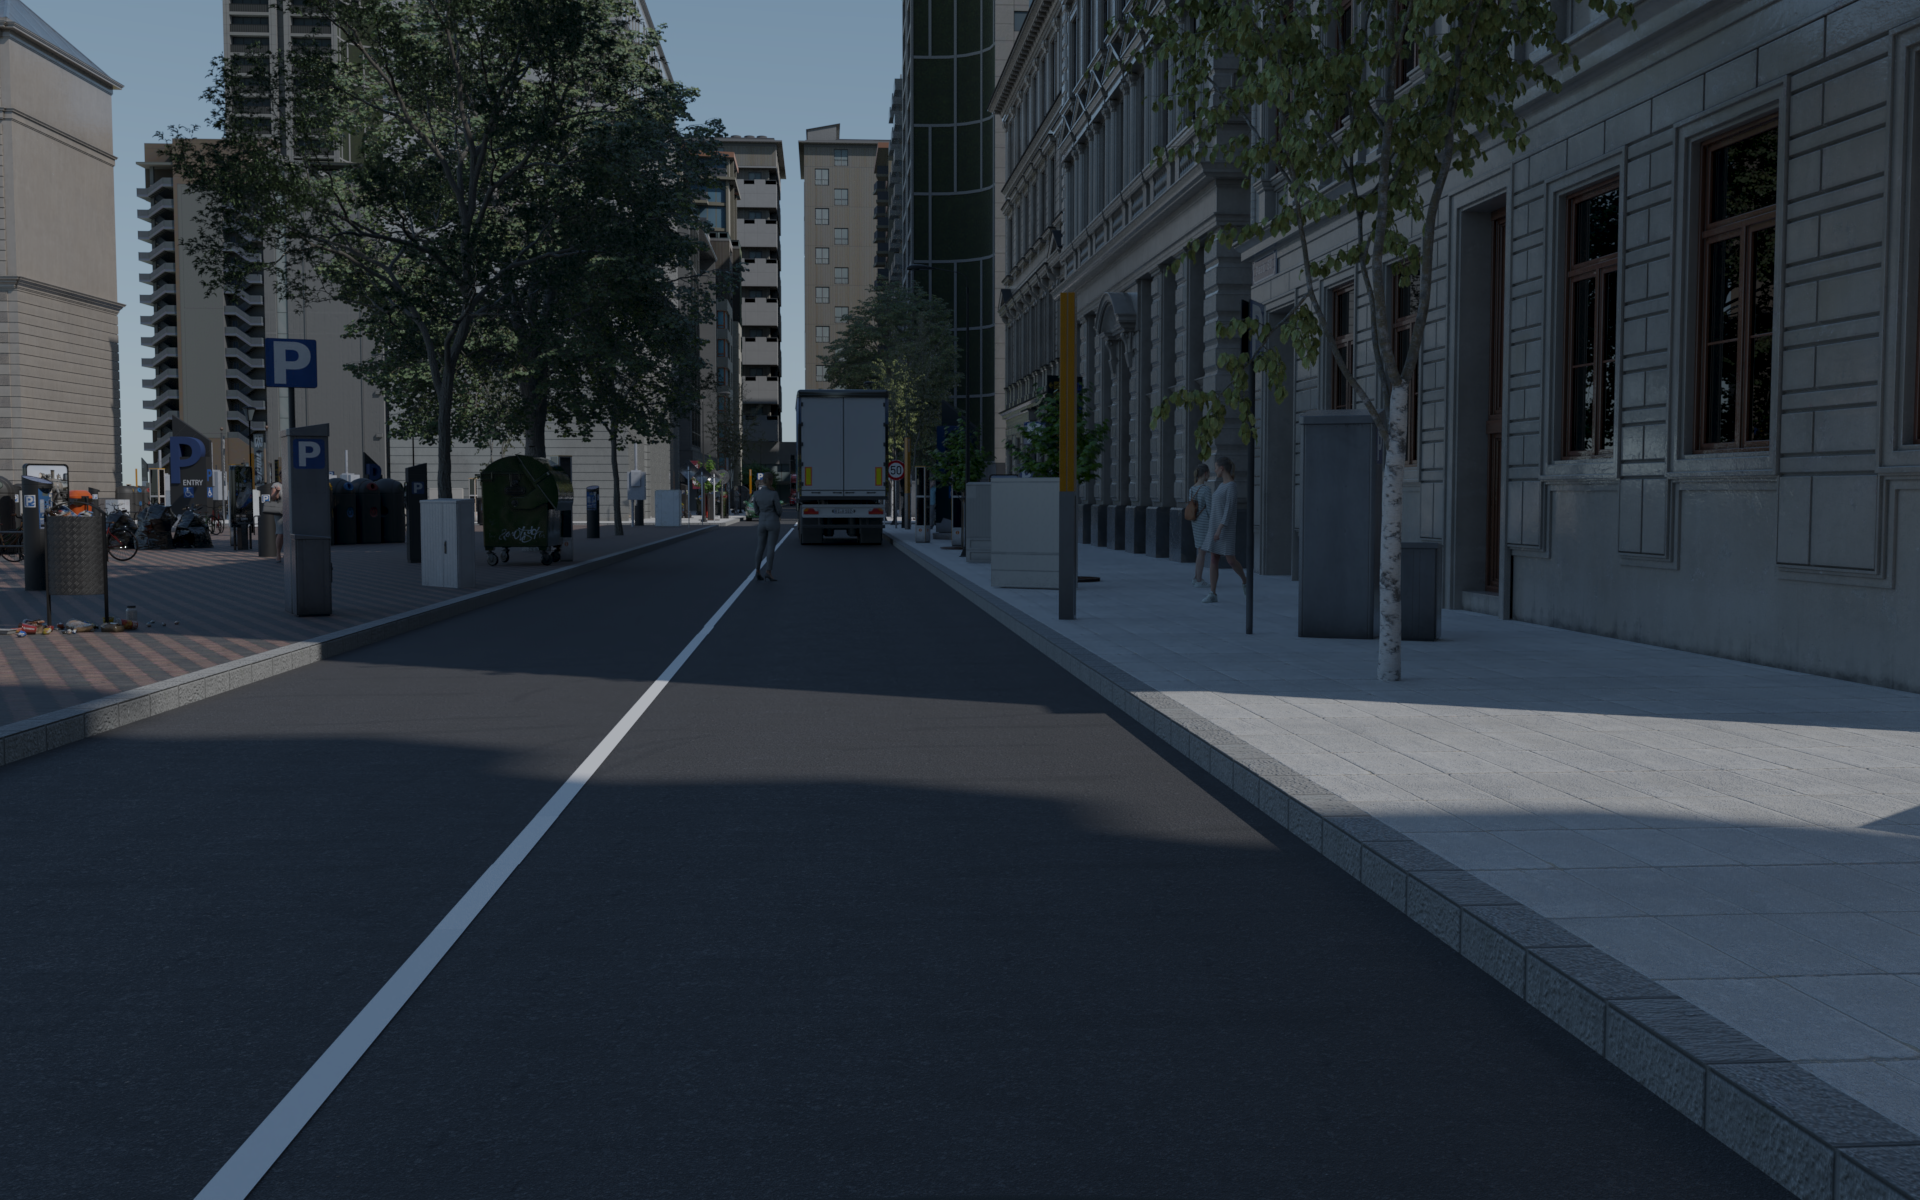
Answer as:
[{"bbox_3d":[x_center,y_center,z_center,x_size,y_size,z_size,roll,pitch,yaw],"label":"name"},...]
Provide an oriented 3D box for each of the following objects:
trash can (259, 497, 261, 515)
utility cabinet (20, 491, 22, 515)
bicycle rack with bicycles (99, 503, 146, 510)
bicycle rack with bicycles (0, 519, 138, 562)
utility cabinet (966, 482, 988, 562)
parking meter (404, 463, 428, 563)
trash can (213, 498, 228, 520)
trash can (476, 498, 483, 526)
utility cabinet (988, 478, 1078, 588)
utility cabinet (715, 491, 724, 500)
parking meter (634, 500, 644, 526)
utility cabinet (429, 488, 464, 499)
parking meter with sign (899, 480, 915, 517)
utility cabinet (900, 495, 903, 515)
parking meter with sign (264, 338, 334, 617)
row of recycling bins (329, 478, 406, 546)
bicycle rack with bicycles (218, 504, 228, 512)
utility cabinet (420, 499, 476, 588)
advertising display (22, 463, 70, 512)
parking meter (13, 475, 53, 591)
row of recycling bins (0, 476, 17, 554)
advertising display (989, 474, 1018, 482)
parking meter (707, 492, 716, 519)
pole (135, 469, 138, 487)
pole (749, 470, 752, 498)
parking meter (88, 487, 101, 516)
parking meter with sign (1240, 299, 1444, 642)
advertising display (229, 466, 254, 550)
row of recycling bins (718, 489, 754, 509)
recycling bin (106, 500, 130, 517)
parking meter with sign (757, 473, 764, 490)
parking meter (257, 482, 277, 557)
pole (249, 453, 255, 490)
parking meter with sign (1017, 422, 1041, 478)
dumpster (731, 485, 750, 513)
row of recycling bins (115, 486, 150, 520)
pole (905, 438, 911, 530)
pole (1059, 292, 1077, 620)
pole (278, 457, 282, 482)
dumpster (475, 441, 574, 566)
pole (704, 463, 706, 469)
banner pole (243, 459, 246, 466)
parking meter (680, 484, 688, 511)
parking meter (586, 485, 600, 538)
[{"bbox_3d":[-37.687,-5.032,93.934,0.748,1.137,0.748,0,3,0],"label":"trash can"},{"bbox_3d":[-29.371,-2.734,53.379,1.173,1.500,0.318,0,4,7],"label":"utility cabinet"},{"bbox_3d":[-32.183,-3.195,65.627,2.925,0.926,2.852,3,5,41],"label":"bicycle rack with bicycles"},{"bbox_3d":[-17.262,-1.147,32.141,2.925,0.926,2.852,0,4,7],"label":"bicycle rack with bicycles"},{"bbox_3d":[0.714,-1.435,32.135,1.173,1.500,0.318,1,4,9],"label":"utility cabinet"},{"bbox_3d":[-10.148,-1.627,32.312,0.399,1.863,0.255,-2,4,-30],"label":"parking meter"},{"bbox_3d":[-35.993,-4.439,84.230,0.748,1.137,0.748,0,3,0],"label":"trash can"},{"bbox_3d":[-19.445,-3.620,70.846,0.748,1.137,0.748,0,3,0],"label":"trash can"},{"bbox_3d":[1.010,-0.904,23.467,1.173,1.500,0.318,2,4,29],"label":"utility cabinet"},{"bbox_3d":[-17.267,-6.944,122.218,1.173,1.500,0.318,-1,4,-12],"label":"utility cabinet"},{"bbox_3d":[-13.023,-3.785,70.297,0.372,1.533,0.369,0,3,0],"label":"parking meter"},{"bbox_3d":[-18.884,-3.367,63.721,1.173,1.500,0.318,0,4,-6],"label":"utility cabinet"},{"bbox_3d":[-2.509,-6.082,95.708,1.738,3.016,0.543,0,4,7],"label":"parking meter with sign"},{"bbox_3d":[-3.417,-5.822,106.343,0.306,1.237,1.020,-1,4,-21],"label":"utility cabinet"},{"bbox_3d":[-7.126,-1.378,18.785,0.543,3.016,1.738,-2,4,-28],"label":"parking meter with sign"},{"bbox_3d":[-15.578,-2.274,44.286,1.069,1.692,3.534,1,4,21],"label":"row of recycling bins"},{"bbox_3d":[-44.857,-5.651,105.780,2.925,0.926,2.852,-1,4,-23],"label":"bicycle rack with bicycles"},{"bbox_3d":[-7.112,-0.787,24.026,1.020,1.237,0.306,3,5,45],"label":"utility cabinet"},{"bbox_3d":[-19.289,-1.919,36.589,0.123,1.923,0.974,2,4,28],"label":"advertising display"},{"bbox_3d":[-12.297,-0.900,23.121,0.372,1.533,0.369,0,3,0],"label":"parking meter"},{"bbox_3d":[-21.917,-1.816,36.798,3.534,1.692,1.069,0,4,-5],"label":"row of recycling bins"},{"bbox_3d":[1.431,-3.130,56.393,0.974,1.923,0.123,0,4,-8],"label":"advertising display"},{"bbox_3d":[-12.528,-4.991,87.311,0.399,1.863,0.255,0,4,-4],"label":"parking meter"},{"bbox_3d":[-65.793,-8.843,138.420,0.158,3.312,0.155,0,3,0],"label":"pole"},{"bbox_3d":[-17.370,-9.162,143.646,0.158,3.312,0.155,0,3,0],"label":"pole"},{"bbox_3d":[-30.937,-3.273,61.920,0.372,1.533,0.369,0,3,0],"label":"parking meter"},{"bbox_3d":[3.410,-1.174,15.449,1.738,3.016,0.543,1,4,23],"label":"parking meter with sign"},{"bbox_3d":[-16.512,-2.117,39.832,0.123,1.923,0.974,0,4,1],"label":"advertising display"},{"bbox_3d":[-19.353,-8.683,149.072,3.534,1.692,1.069,-2,4,-29],"label":"row of recycling bins"},{"bbox_3d":[-37.688,-3.973,77.508,0.722,1.027,0.722,1,4,14],"label":"recycling bin"},{"bbox_3d":[-16.495,-8.991,143.267,0.543,3.016,1.738,0,4,-7],"label":"parking meter with sign"},{"bbox_3d":[-14.163,-1.651,35.413,0.372,1.533,0.369,0,3,0],"label":"parking meter"},{"bbox_3d":[-36.166,-5.784,88.411,0.158,3.312,0.155,0,3,0],"label":"pole"},{"bbox_3d":[1.612,-2.736,40.993,0.543,3.016,1.738,1,4,14],"label":"parking meter with sign"},{"bbox_3d":[-14.850,-6.803,116.980,1.264,1.857,1.865,0,4,-5],"label":"dumpster"},{"bbox_3d":[-40.552,-4.793,85.470,1.069,1.692,3.534,0,4,3],"label":"row of recycling bins"},{"bbox_3d":[-1.889,-4.201,62.536,0.158,3.312,0.155,0,3,0],"label":"pole"},{"bbox_3d":[1.101,-1.456,17.644,0.158,3.312,0.155,0,3,0],"label":"pole"},{"bbox_3d":[-37.729,-6.260,96.201,0.158,3.312,0.155,0,3,0],"label":"pole"},{"bbox_3d":[-7.946,-1.781,31.616,1.502,2.255,1.985,0,4,-4],"label":"dumpster"},{"bbox_3d":[-16.705,-7.313,113.403,0.158,3.312,0.155,0,3,0],"label":"pole"},{"bbox_3d":[-50.257,-8.073,122.009,0.863,3.779,0.401,2,4,31],"label":"banner pole"},{"bbox_3d":[-15.821,-5.733,99.446,0.399,1.863,0.255,1,4,18],"label":"parking meter"},{"bbox_3d":[-10.667,-2.565,50.342,0.372,1.533,0.369,0,3,0],"label":"parking meter"}]
